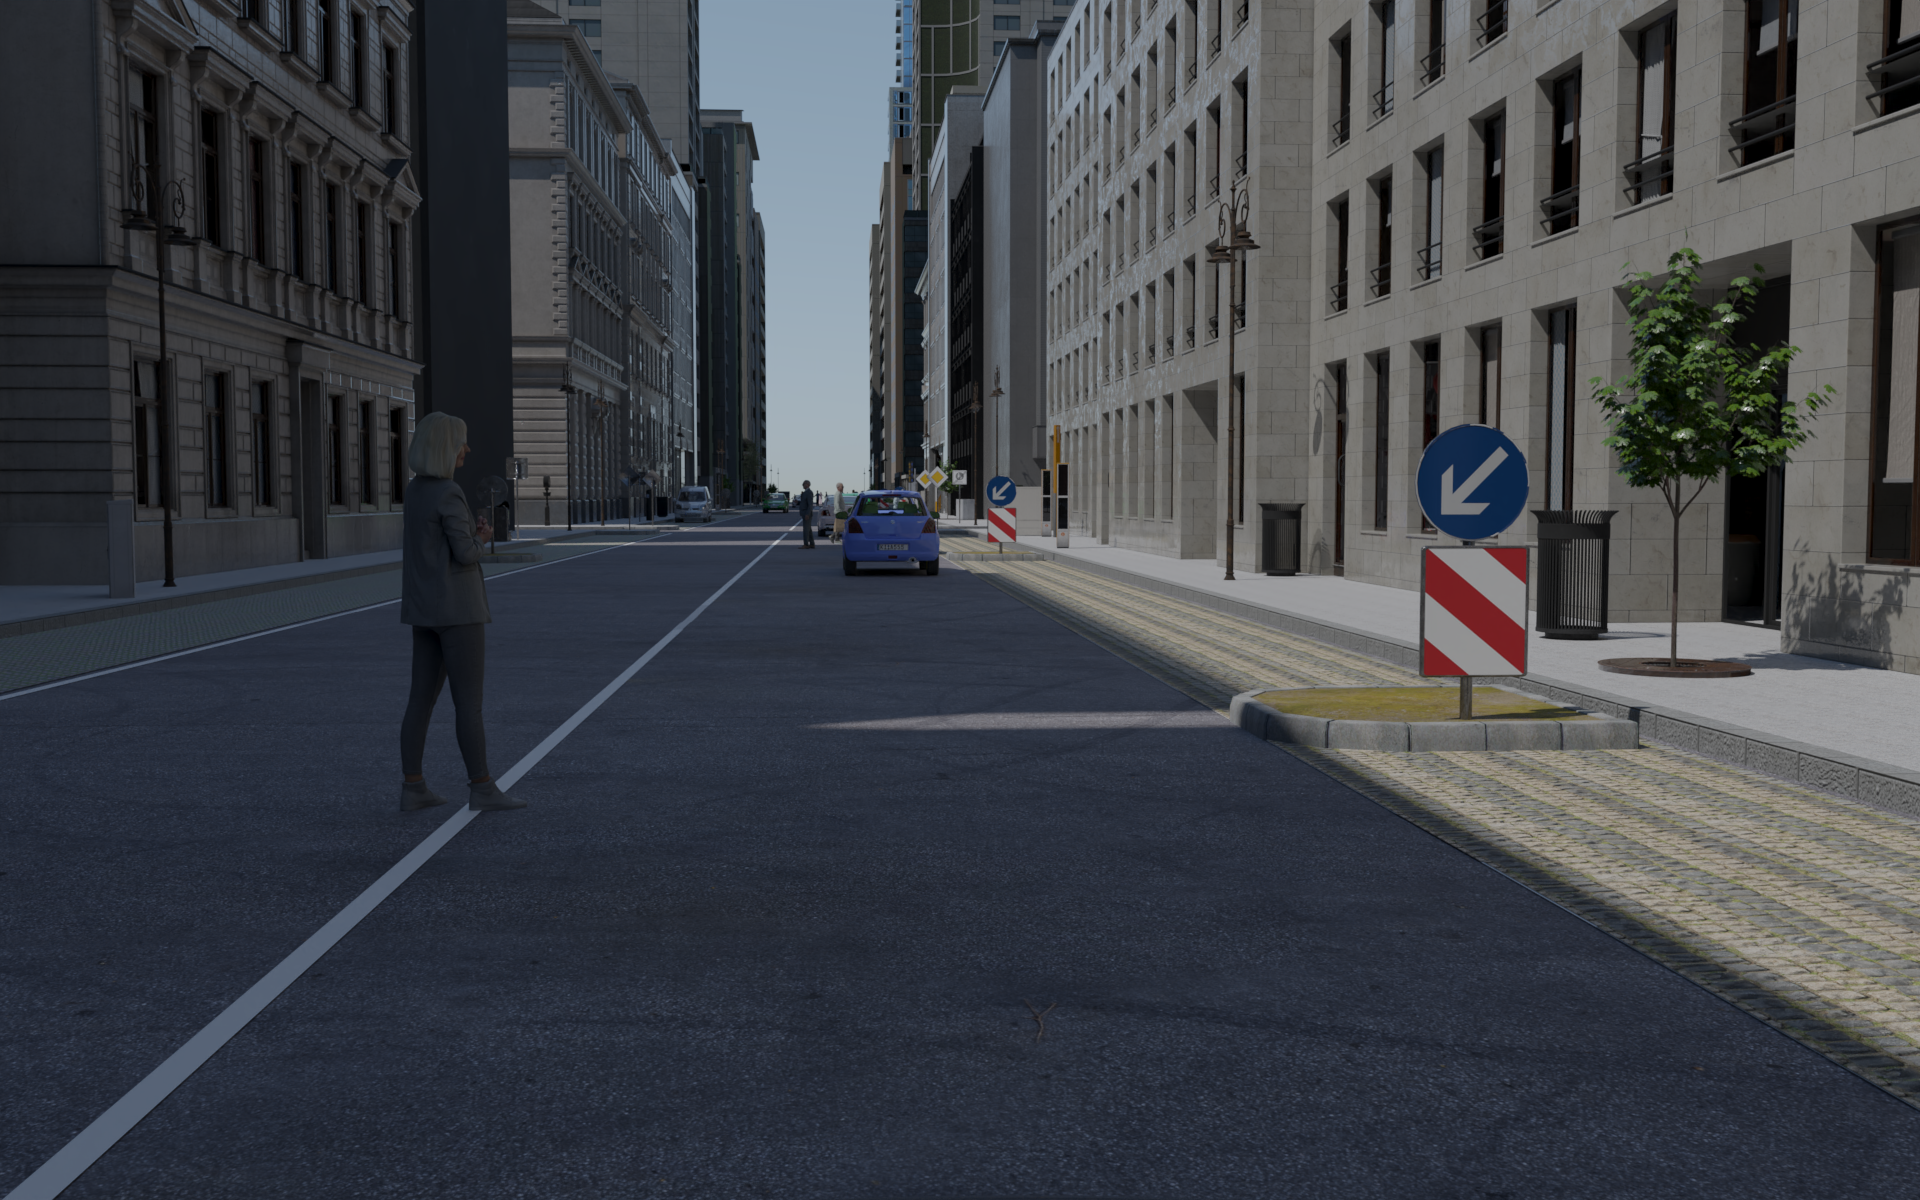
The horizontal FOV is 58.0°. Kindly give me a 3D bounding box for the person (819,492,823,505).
[{"bbox_3d":[-18.695,-13.650,232.342,0.551,1.740,0.621,-2,4,-34],"label":"person"}]

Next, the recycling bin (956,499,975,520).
[{"bbox_3d":[0.276,-4.436,85.085,0.722,1.027,0.722,-2,4,-25],"label":"recycling bin"}]

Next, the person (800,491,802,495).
[{"bbox_3d":[-21.207,-13.666,232.070,1.348,1.807,0.705,-2,4,-32],"label":"person"}]

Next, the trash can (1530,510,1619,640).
[{"bbox_3d":[5.439,-0.228,15.375,0.748,1.137,0.748,0,3,0],"label":"trash can"}]

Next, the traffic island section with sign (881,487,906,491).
[{"bbox_3d":[-3.342,-5.114,92.249,1.989,1.847,2.006,0,4,-4],"label":"traffic island section with sign"}]

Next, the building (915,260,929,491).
[{"bbox_3d":[2.775,-18.252,134.578,11.583,22.565,21.152,0,4,-4],"label":"building"}]

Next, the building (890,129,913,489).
[{"bbox_3d":[-1.332,-34.441,213.215,14.600,45.320,14.200,0,4,-4],"label":"building"}]

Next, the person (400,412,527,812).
[{"bbox_3d":[-2.320,0.046,7.939,0.526,1.800,0.537,-2,4,-32],"label":"person"}]

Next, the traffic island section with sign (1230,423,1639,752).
[{"bbox_3d":[2.724,-0.116,10.521,1.989,1.847,2.006,0,4,-4],"label":"traffic island section with sign"}]

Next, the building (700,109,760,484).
[{"bbox_3d":[-42.544,-39.836,240.559,28.713,52.752,27.495,0,4,-4],"label":"building"}]

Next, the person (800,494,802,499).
[{"bbox_3d":[-15.611,-9.743,171.059,0.557,1.426,1.065,-1,4,-19],"label":"person"}]

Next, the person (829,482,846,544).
[{"bbox_3d":[-3.506,-2.489,49.679,0.515,1.767,0.782,0,4,-4],"label":"person"}]

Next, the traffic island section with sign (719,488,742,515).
[{"bbox_3d":[-16.054,-6.759,119.143,1.989,1.847,2.006,0,4,-4],"label":"traffic island section with sign"}]

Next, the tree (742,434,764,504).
[{"bbox_3d":[-25.908,-16.080,213.268,4.360,8.622,3.978,0,3,0],"label":"tree"}]

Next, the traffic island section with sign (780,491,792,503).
[{"bbox_3d":[-27.882,-16.503,278.449,1.989,1.847,2.006,0,4,-4],"label":"traffic island section with sign"}]

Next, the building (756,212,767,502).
[{"bbox_3d":[-42.482,-40.135,279.910,21.300,48.544,21.600,0,4,-4],"label":"building"}]

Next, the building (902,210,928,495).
[{"bbox_3d":[1.004,-24.877,178.441,14.160,30.474,14.107,0,4,-4],"label":"building"}]

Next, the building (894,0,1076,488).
[{"bbox_3d":[3.134,-46.274,194.834,20.563,71.187,20.611,0,4,-4],"label":"building"}]

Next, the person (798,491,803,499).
[{"bbox_3d":[-15.947,-10.103,174.479,0.721,1.735,1.217,-3,4,-36],"label":"person"}]

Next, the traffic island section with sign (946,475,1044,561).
[{"bbox_3d":[0.719,-1.775,37.645,1.989,1.847,2.006,0,4,-4],"label":"traffic island section with sign"}]

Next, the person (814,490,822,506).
[{"bbox_3d":[-14.465,-10.224,175.643,1.348,1.826,0.705,3,5,39],"label":"person"}]

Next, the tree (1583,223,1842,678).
[{"bbox_3d":[5.060,-1.088,12.388,1.663,3.219,1.824,0,3,0],"label":"tree"}]

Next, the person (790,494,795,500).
[{"bbox_3d":[-18.219,-10.952,190.782,0.991,1.433,0.599,0,4,6],"label":"person"}]

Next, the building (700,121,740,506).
[{"bbox_3d":[-31.112,-30.647,184.672,14.154,41.232,14.086,0,4,-4],"label":"building"}]

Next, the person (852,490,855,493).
[{"bbox_3d":[-9.168,-8.626,149.532,0.705,1.824,1.348,-2,4,-25],"label":"person"}]

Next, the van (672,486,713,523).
[{"bbox_3d":[-13.432,-4.906,87.216,2.013,2.044,4.112,0,4,-5],"label":"van"}]

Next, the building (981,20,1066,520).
[{"bbox_3d":[16.548,-15.900,79.036,30.058,24.678,14.314,0,4,-4],"label":"building"}]

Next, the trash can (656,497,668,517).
[{"bbox_3d":[-16.527,-5.167,96.139,0.748,1.137,0.748,0,3,0],"label":"trash can"}]

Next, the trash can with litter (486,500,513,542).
[{"bbox_3d":[-12.423,-2.162,46.728,0.624,1.170,1.055,0,4,-5],"label":"trash can with litter"}]

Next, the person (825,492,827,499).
[{"bbox_3d":[-19.616,-15.000,253.834,0.705,1.814,1.350,-1,4,-20],"label":"person"}]

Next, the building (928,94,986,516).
[{"bbox_3d":[4.499,-18.047,113.095,12.078,24.808,19.932,0,4,-4],"label":"building"}]

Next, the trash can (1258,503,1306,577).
[{"bbox_3d":[5.035,-0.947,27.131,0.748,1.137,0.748,0,3,0],"label":"trash can"}]

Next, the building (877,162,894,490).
[{"bbox_3d":[-0.193,-37.734,240.646,21.300,48.544,21.600,0,4,-4],"label":"building"}]

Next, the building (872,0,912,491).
[{"bbox_3d":[-2.055,-58.288,265.673,22.319,86.520,31.000,0,4,-4],"label":"building"}]

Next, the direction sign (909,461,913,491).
[{"bbox_3d":[-3.420,-7.864,120.568,0.379,3.537,0.876,-1,4,-21],"label":"direction sign"}]

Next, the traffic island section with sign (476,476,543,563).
[{"bbox_3d":[-9.893,-1.704,36.495,1.989,1.847,2.006,0,4,-4],"label":"traffic island section with sign"}]

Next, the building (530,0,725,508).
[{"bbox_3d":[-33.328,-44.525,166.230,20.563,71.187,20.611,0,4,-4],"label":"building"}]

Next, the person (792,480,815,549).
[{"bbox_3d":[-4.087,-2.246,45.397,0.590,1.801,0.661,-1,4,-17],"label":"person"}]

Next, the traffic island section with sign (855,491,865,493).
[{"bbox_3d":[-11.125,-11.516,196.908,1.989,1.847,2.006,0,4,-4],"label":"traffic island section with sign"}]

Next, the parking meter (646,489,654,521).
[{"bbox_3d":[-14.974,-4.601,83.631,0.372,1.533,0.369,0,3,0],"label":"parking meter"}]

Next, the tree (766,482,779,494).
[{"bbox_3d":[-29.506,-17.099,274.176,1.663,3.219,1.824,0,3,0],"label":"tree"}]

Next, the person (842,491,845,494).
[{"bbox_3d":[-12.567,-10.771,184.478,0.709,1.838,0.599,1,4,14],"label":"person"}]

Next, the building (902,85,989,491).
[{"bbox_3d":[10.841,-28.578,159.131,32.217,40.220,23.993,0,4,-4],"label":"building"}]

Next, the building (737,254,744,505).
[{"bbox_3d":[-32.533,-26.190,199.903,14.160,30.474,14.107,0,4,-4],"label":"building"}]

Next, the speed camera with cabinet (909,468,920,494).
[{"bbox_3d":[-3.543,-8.573,134.506,0.660,3.252,2.038,1,4,9],"label":"speed camera with cabinet"}]

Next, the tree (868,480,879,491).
[{"bbox_3d":[-12.348,-15.382,246.099,1.663,3.219,1.824,0,3,0],"label":"tree"}]

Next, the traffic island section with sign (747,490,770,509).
[{"bbox_3d":[-19.704,-9.768,168.339,1.989,1.847,2.006,0,4,-4],"label":"traffic island section with sign"}]

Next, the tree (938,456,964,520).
[{"bbox_3d":[-0.489,-5.667,87.262,1.663,3.219,1.824,0,3,0],"label":"tree"}]

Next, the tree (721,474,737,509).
[{"bbox_3d":[-20.724,-9.663,152.584,1.663,3.219,1.824,0,3,0],"label":"tree"}]

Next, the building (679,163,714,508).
[{"bbox_3d":[-29.073,-23.163,150.414,14.160,30.474,14.107,0,4,-4],"label":"building"}]

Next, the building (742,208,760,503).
[{"bbox_3d":[-37.620,-37.449,262.401,14.600,45.320,14.200,0,4,-4],"label":"building"}]

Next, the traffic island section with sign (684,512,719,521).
[{"bbox_3d":[-14.035,-5.115,92.263,1.989,1.847,2.006,0,4,-4],"label":"traffic island section with sign"}]

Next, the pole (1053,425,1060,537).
[{"bbox_3d":[2.862,-3.505,51.157,0.158,3.312,0.155,0,3,0],"label":"pole"}]

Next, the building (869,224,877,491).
[{"bbox_3d":[-4.425,-40.946,293.172,21.300,48.544,21.600,0,4,-4],"label":"building"}]
